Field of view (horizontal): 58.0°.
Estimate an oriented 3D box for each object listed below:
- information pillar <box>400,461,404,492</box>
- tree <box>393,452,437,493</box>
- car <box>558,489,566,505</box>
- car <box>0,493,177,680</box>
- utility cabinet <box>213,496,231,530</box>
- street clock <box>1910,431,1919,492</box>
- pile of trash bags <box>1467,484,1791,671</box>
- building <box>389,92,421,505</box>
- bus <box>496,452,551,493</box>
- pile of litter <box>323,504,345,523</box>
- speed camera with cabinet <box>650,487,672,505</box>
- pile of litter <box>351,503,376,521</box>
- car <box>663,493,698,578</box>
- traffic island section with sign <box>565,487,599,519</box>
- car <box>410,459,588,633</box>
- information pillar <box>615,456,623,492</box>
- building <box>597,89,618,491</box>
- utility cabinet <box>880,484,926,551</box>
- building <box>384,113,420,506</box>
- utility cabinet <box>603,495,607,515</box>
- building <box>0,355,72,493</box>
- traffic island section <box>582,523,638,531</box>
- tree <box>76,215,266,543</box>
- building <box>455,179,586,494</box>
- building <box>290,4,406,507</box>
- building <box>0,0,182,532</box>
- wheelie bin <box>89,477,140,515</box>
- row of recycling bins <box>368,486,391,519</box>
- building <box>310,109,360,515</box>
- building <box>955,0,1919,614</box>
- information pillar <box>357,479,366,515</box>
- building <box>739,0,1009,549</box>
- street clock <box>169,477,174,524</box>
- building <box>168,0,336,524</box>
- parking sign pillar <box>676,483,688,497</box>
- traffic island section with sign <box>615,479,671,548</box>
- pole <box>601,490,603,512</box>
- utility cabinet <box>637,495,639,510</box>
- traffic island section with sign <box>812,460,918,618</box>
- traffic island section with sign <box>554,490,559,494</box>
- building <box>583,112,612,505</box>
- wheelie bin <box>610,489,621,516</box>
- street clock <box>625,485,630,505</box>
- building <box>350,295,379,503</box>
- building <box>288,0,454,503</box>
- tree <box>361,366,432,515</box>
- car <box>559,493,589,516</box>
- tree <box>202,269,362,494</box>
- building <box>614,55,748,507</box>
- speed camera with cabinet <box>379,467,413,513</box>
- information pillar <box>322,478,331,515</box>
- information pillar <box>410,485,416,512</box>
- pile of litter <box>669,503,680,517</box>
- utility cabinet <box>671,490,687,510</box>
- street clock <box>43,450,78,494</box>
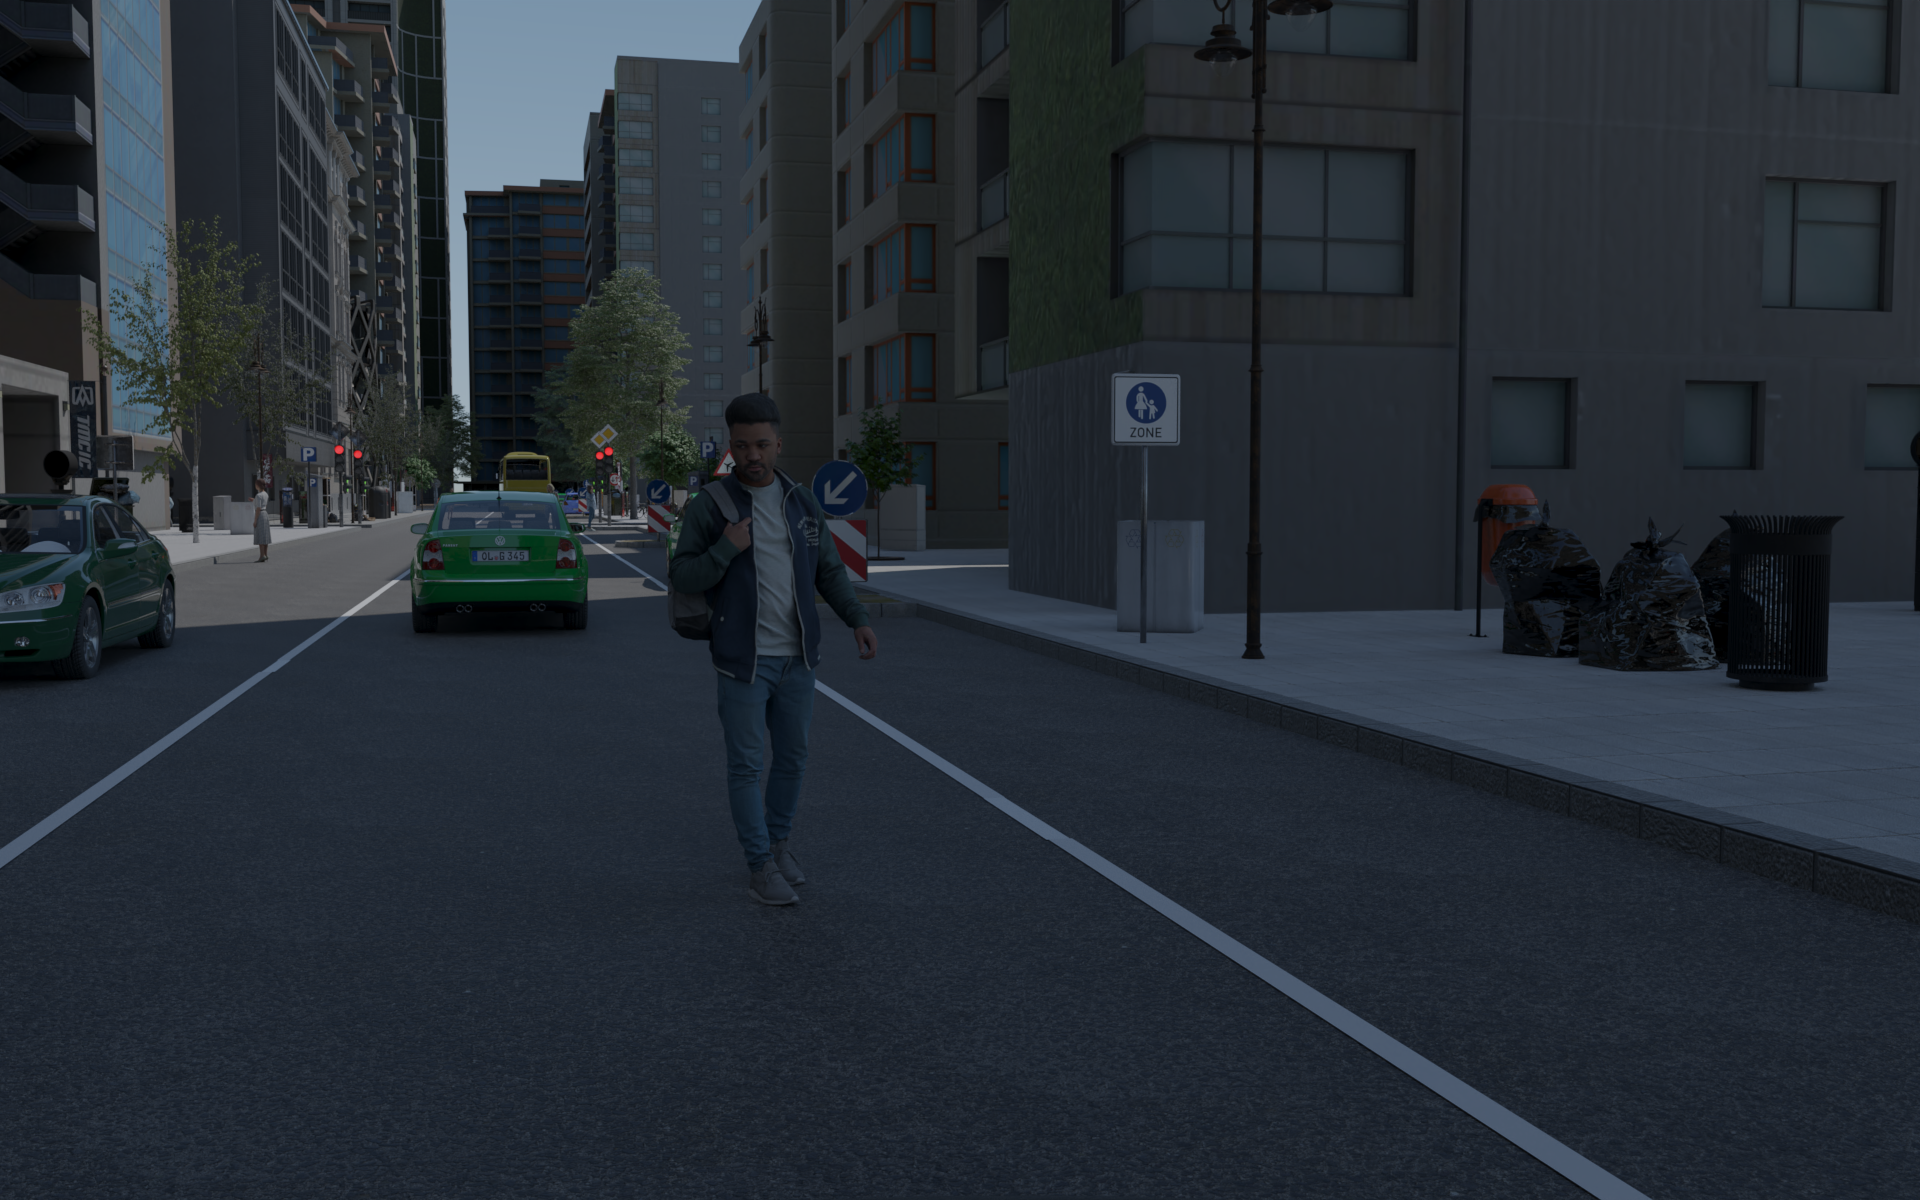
[{"bbox_3d":[-38.292,-7.803,118.941,0.183,3.616,0.504,0,4,0],"label":"information pillar"},{"bbox_3d":[-42.983,-9.357,136.702,4.285,4.588,4.351,0,3,0],"label":"tree"},{"bbox_3d":[-31.564,-7.851,137.165,1.959,1.807,4.718,-1,4,-14],"label":"car"},{"bbox_3d":[-7.962,-0.175,14.656,2.131,1.459,4.920,-1,4,-13],"label":"car"},{"bbox_3d":[-26.389,-3.106,61.944,0.306,1.237,1.020,-3,5,-42],"label":"utility cabinet"},{"bbox_3d":[10.302,-0.840,18.302,0.471,2.002,0.358,1,4,18],"label":"street clock"},{"bbox_3d":[5.221,-0.275,14.241,1.912,1.369,3.447,-1,4,-13],"label":"pile of trash bags"},{"bbox_3d":[-74.920,-35.417,202.771,21.600,48.544,21.300,-1,4,-14],"label":"building"},{"bbox_3d":[-25.451,-6.691,100.951,2.896,3.916,12.252,-1,4,-16],"label":"bus"},{"bbox_3d":[-28.412,-3.877,77.348,1.719,0.858,1.176,0,4,-1],"label":"pile of litter"},{"bbox_3d":[-21.868,-8.092,126.643,0.660,3.252,2.038,-3,5,-44],"label":"speed camera with cabinet"},{"bbox_3d":[-28.387,-4.184,82.366,1.176,0.858,1.719,-1,4,-16],"label":"pile of litter"},{"bbox_3d":[-3.813,-1.191,28.268,1.959,1.807,4.718,-1,4,-13],"label":"car"},{"bbox_3d":[-22.108,-5.654,101.073,1.989,1.847,2.006,-1,4,-14],"label":"traffic island section with sign"},{"bbox_3d":[-5.164,-0.650,19.419,1.959,1.807,4.718,-1,4,-15],"label":"car"},{"bbox_3d":[-21.186,-7.105,107.518,0.504,3.616,0.183,2,4,24],"label":"information pillar"},{"bbox_3d":[-27.703,-32.645,188.378,22.147,44.769,28.867,-1,4,-14],"label":"building"},{"bbox_3d":[-1.287,-1.864,39.160,1.173,1.500,0.318,3,5,44],"label":"utility cabinet"},{"bbox_3d":[-64.101,-30.336,179.595,14.154,41.232,14.086,-1,4,-14],"label":"building"},{"bbox_3d":[-20.843,-5.668,103.838,1.020,1.237,0.306,0,4,7],"label":"utility cabinet"},{"bbox_3d":[-26.772,-35.955,26.123,20.563,71.187,20.611,-1,4,-14],"label":"building"},{"bbox_3d":[-14.017,-2.879,69.357,2.009,0.180,2.903,-1,4,-14],"label":"traffic island section"},{"bbox_3d":[-20.253,-5.798,45.160,4.737,8.622,4.395,0,3,0],"label":"tree"},{"bbox_3d":[-56.175,-36.036,243.813,28.867,44.769,22.147,-1,4,-14],"label":"building"},{"bbox_3d":[-62.869,-30.768,157.682,22.147,44.769,28.867,-1,4,-14],"label":"building"},{"bbox_3d":[-33.371,-24.649,53.122,14.200,45.320,14.600,-1,4,-14],"label":"building"},{"bbox_3d":[-15.914,-1.508,32.571,0.980,1.594,0.693,-3,5,-43],"label":"wheelie bin"},{"bbox_3d":[-30.333,-5.097,90.442,1.069,1.692,3.534,-1,4,-14],"label":"row of recycling bins"},{"bbox_3d":[-45.649,-19.630,108.338,14.401,28.519,23.554,-1,4,-14],"label":"building"},{"bbox_3d":[7.034,-20.906,25.404,14.154,41.232,14.086,-1,4,-14],"label":"building"},{"bbox_3d":[-29.773,-4.996,86.184,0.304,2.012,0.304,0,4,5],"label":"information pillar"},{"bbox_3d":[8.423,-12.947,56.731,27.650,21.520,28.899,-1,4,-14],"label":"building"},{"bbox_3d":[-33.673,-4.235,73.809,0.358,2.002,0.471,-3,5,-41],"label":"street clock"},{"bbox_3d":[-39.639,-17.852,85.390,14.314,27.812,24.014,-1,4,-14],"label":"building"},{"bbox_3d":[-19.550,-8.171,122.066,1.447,3.967,1.447,1,4,23],"label":"parking sign pillar"},{"bbox_3d":[-8.354,-2.350,47.057,1.989,1.847,2.006,-1,4,-14],"label":"traffic island section with sign"},{"bbox_3d":[-26.064,-8.090,126.116,0.158,3.312,0.155,0,3,0],"label":"pole"},{"bbox_3d":[-25.703,-7.681,136.747,0.306,1.237,1.020,-3,5,-41],"label":"utility cabinet"},{"bbox_3d":[-1.687,-0.753,20.936,1.989,1.847,2.006,-1,4,-14],"label":"traffic island section with sign"},{"bbox_3d":[-28.833,-7.272,127.519,1.989,1.847,2.006,-1,4,-14],"label":"traffic island section with sign"},{"bbox_3d":[-34.678,-36.011,212.480,21.300,48.544,21.600,-1,4,-14],"label":"building"},{"bbox_3d":[-20.262,-5.755,102.001,0.693,1.594,0.980,-3,5,-41],"label":"wheelie bin"},{"bbox_3d":[-25.874,-7.960,134.709,0.471,2.002,0.358,3,4,38],"label":"street clock"},{"bbox_3d":[-52.044,-15.943,128.114,16.820,18.784,16.811,-1,4,-14],"label":"building"},{"bbox_3d":[-80.677,-48.823,236.500,20.611,71.187,20.563,-1,4,-14],"label":"building"},{"bbox_3d":[-32.562,-9.016,97.778,4.360,8.622,3.978,0,3,0],"label":"tree"},{"bbox_3d":[-23.503,-5.891,105.905,1.945,1.707,3.694,-1,4,-15],"label":"car"},{"bbox_3d":[-23.072,-6.546,57.383,4.360,8.622,3.978,0,3,0],"label":"tree"},{"bbox_3d":[-26.005,-29.554,166.798,14.154,41.232,14.086,-1,4,-14],"label":"building"},{"bbox_3d":[-37.515,-7.392,115.194,2.038,3.252,0.660,-2,4,-32],"label":"speed camera with cabinet"},{"bbox_3d":[-28.797,-4.538,78.686,0.304,2.012,0.304,0,4,6],"label":"information pillar"},{"bbox_3d":[-40.260,-7.523,127.494,0.304,2.012,0.304,2,4,34],"label":"information pillar"},{"bbox_3d":[-15.904,-5.033,96.260,1.719,0.858,1.176,1,4,9],"label":"pile of litter"},{"bbox_3d":[-16.520,-5.706,101.978,1.173,1.500,0.318,3,5,44],"label":"utility cabinet"},{"bbox_3d":[-14.797,-1.466,28.538,0.471,2.002,0.358,0,4,7],"label":"street clock"}]
